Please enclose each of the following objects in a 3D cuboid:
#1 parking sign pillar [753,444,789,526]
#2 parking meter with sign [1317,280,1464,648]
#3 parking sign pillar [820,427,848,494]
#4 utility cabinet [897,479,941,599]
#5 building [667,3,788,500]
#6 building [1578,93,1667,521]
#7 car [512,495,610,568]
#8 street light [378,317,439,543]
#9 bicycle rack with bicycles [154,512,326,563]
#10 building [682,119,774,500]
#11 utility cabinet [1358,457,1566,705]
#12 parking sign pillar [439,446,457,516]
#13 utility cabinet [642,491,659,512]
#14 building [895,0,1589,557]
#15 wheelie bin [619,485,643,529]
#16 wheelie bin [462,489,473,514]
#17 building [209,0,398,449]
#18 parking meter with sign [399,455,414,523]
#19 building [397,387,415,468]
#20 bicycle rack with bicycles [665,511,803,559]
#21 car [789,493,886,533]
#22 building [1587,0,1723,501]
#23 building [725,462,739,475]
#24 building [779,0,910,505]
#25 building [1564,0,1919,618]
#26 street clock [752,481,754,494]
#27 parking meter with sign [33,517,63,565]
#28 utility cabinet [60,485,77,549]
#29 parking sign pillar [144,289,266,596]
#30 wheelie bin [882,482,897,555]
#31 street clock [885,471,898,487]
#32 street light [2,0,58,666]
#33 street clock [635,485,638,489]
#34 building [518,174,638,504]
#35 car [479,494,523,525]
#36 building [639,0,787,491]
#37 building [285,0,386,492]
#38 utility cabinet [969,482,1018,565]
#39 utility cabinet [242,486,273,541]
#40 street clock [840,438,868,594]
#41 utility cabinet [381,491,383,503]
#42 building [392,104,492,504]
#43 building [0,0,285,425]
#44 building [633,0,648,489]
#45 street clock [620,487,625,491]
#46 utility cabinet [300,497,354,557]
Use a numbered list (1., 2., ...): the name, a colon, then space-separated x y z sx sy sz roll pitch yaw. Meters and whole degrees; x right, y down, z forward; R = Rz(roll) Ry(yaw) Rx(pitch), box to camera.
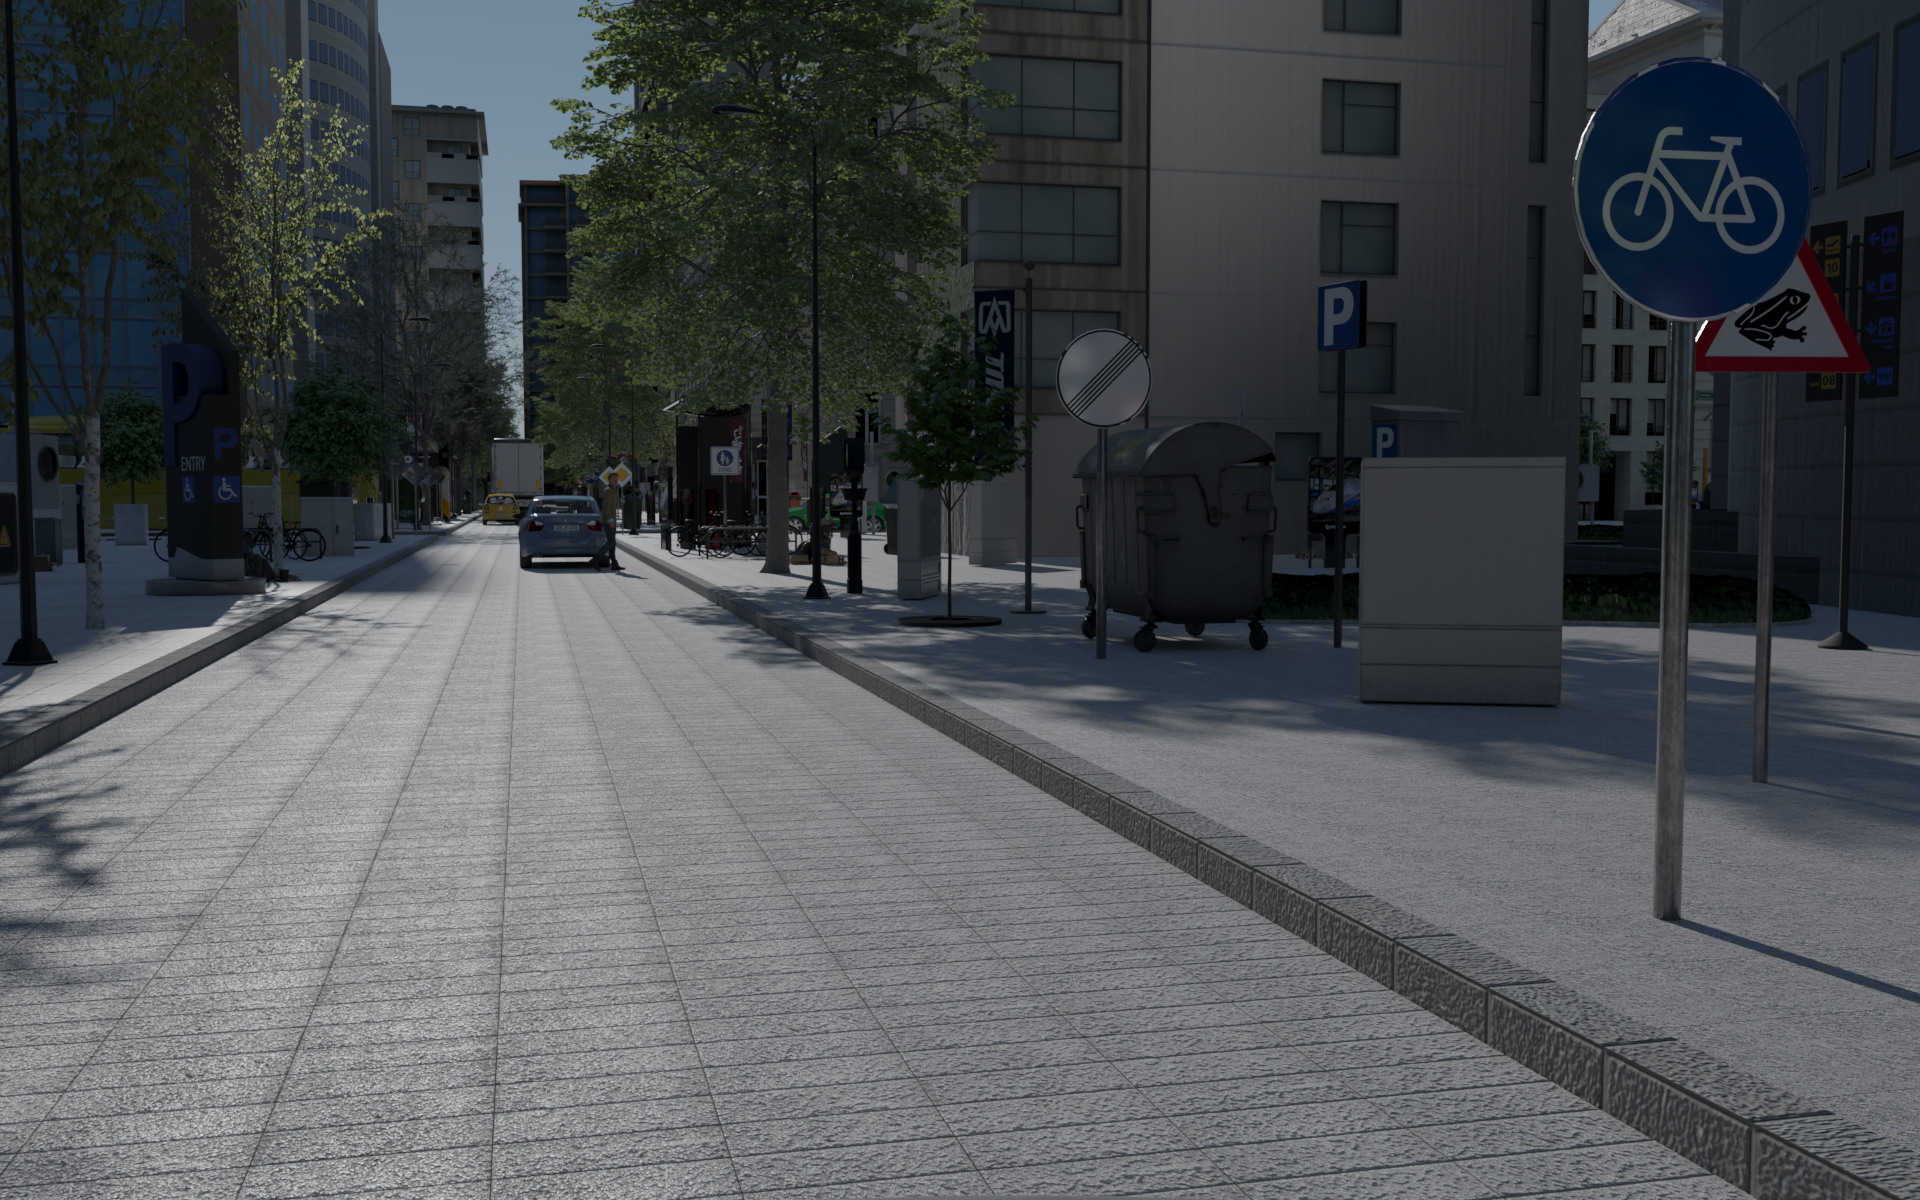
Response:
1. parking sign pillar: -7.347 -4.836 67.546 1.447 3.967 1.447 -2 4 -30
2. parking meter with sign: 3.902 -1.130 14.729 1.738 3.016 0.543 -2 4 -25
3. parking sign pillar: -4.850 -4.650 64.502 1.447 3.967 1.447 -2 4 -24
4. utility cabinet: -0.486 -0.778 21.403 0.318 1.500 1.173 1 4 11
5. building: -17.876 -28.402 147.964 14.154 41.232 14.086 -1 4 -14
6. building: 24.989 -14.081 84.974 16.860 20.320 10.420 -1 4 -14
7. car: -8.004 -1.405 34.974 2.014 1.417 4.499 -1 4 -14
8. street light: -14.555 -4.458 45.437 1.470 5.913 1.316 -1 4 -14
9. bicycle rack with bicycles: -13.483 -1.216 33.262 2.925 0.926 2.852 1 4 11
10. building: -8.754 -20.880 117.808 17.030 29.872 44.131 -1 4 -14
11. utility cabinet: 3.047 -0.116 10.582 1.173 1.500 0.318 1 4 10
12. parking sign pillar: -28.787 -6.605 96.457 1.447 3.967 1.447 -3 5 -40
13. utility cabinet: -22.405 -7.127 125.207 1.173 1.500 0.318 -1 4 -18
14. building: 5.406 -21.927 42.098 14.154 41.232 14.086 -1 4 -14
15. wheelie bin: -12.073 -3.418 63.786 0.693 1.594 0.980 2 4 24
16. wheelie bin: -31.736 -6.340 111.567 0.693 1.594 0.980 -1 4 -13
17. building: -61.346 -31.449 164.297 14.600 45.320 14.200 -1 4 -14
18. parking meter with sign: -24.989 -4.987 77.800 0.543 3.016 1.738 -2 4 -31
19. building: -74.446 -53.112 181.054 31.000 86.520 22.319 -1 4 -14
20. bicycle rack with bicycles: -4.510 -1.335 35.216 2.925 0.926 2.852 -1 4 -12
21. car: -4.498 -3.120 59.815 4.718 1.807 1.959 -1 4 -15
22. building: 44.296 -18.557 90.792 23.554 28.519 14.401 -1 4 -14
23. building: -24.452 -28.527 238.121 14.107 30.474 14.160 -1 4 -14
24. building: 4.653 -17.268 79.602 25.104 27.353 12.463 -1 4 -14
25. building: 20.574 -28.953 15.379 21.231 58.520 28.212 -1 4 -14
26. street clock: -10.880 -5.379 92.521 0.358 2.002 0.471 3 5 44
27. parking meter with sign: -17.124 -2.131 31.103 1.738 3.016 0.543 0 4 -8
28. utility cabinet: -20.913 -1.919 40.048 0.318 1.500 1.173 2 4 29
29. parking sign pillar: -9.769 -2.071 22.333 1.447 3.967 1.447 3 5 42
30. wheelie bin: -1.220 -1.768 36.812 0.693 1.594 0.980 -3 5 -41
31. street clock: -2.134 -3.107 55.370 0.471 2.002 0.358 -1 4 -9
32. street light: -6.491 -2.475 13.015 1.470 5.913 1.316 -1 4 -14
33. street clock: -25.499 -8.015 135.608 0.471 2.002 0.358 -2 4 -24
34. building: -46.730 -35.554 235.930 28.867 44.769 22.147 -1 4 -14
35. car: -21.624 -4.363 81.559 2.015 1.641 3.980 -1 4 -15
36. building: -19.069 -33.175 166.111 21.300 48.544 21.600 -1 4 -14
37. building: -59.501 -36.687 141.836 21.231 58.520 28.212 -1 4 -14
38. utility cabinet: 0.595 -1.380 31.248 0.318 1.500 1.173 2 4 34
39. utility cabinet: -18.820 -2.270 45.796 1.173 1.500 0.318 -2 4 -30
40. street clock: -1.360 -1.085 22.309 0.358 2.002 0.471 -1 4 -10
41. utility cabinet: -34.666 -5.852 104.359 0.318 1.500 1.173 -2 4 -26
42. building: -75.272 -39.368 232.911 27.495 52.752 28.713 -1 4 -14
43. building: -35.810 -25.721 70.652 14.600 45.320 14.200 -1 4 -14
44. building: -24.959 -39.631 189.962 21.231 58.520 28.212 -1 4 -14
45. street clock: -25.472 -7.813 132.314 0.358 2.002 0.471 3 5 44
46. utility cabinet: -13.063 -1.504 35.760 1.020 1.237 0.306 -1 4 -19
